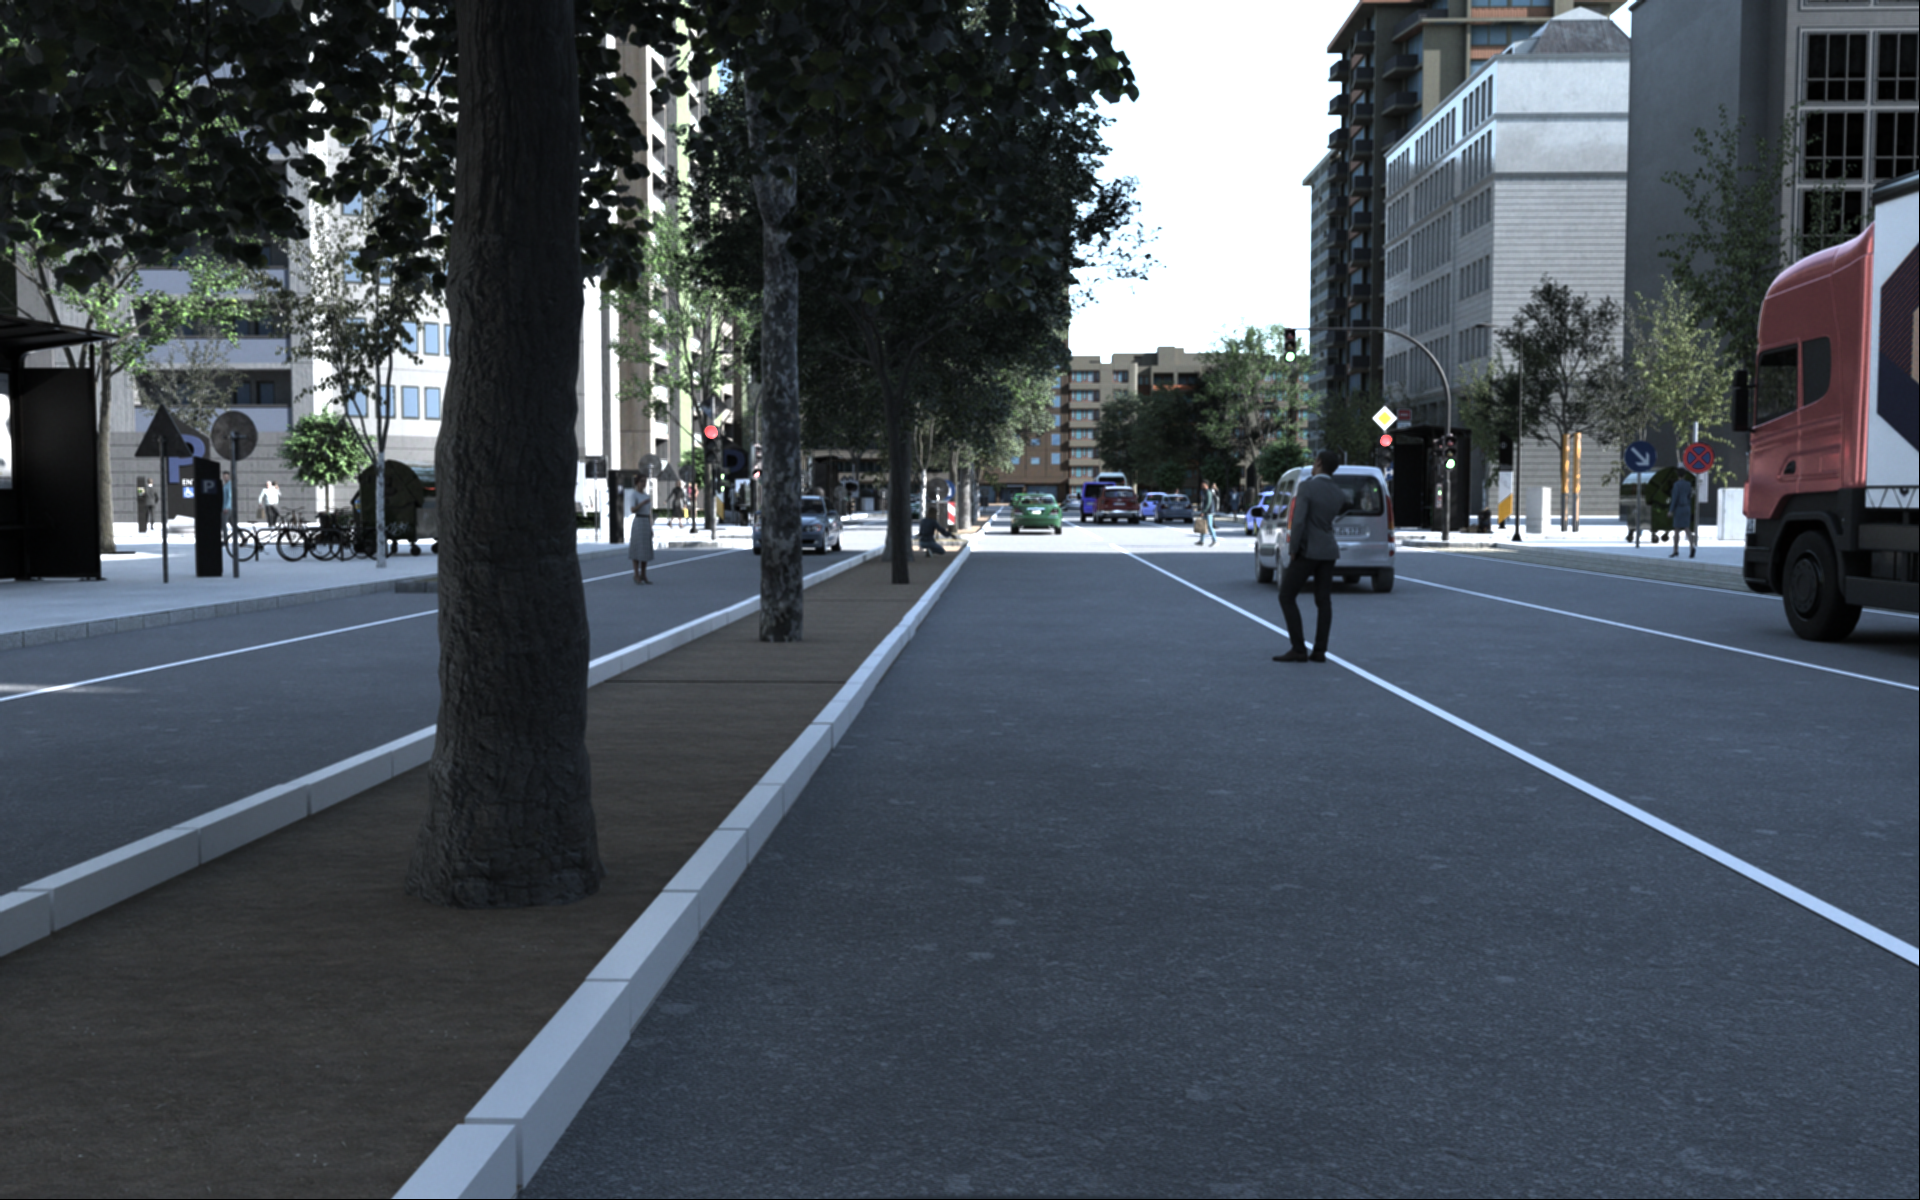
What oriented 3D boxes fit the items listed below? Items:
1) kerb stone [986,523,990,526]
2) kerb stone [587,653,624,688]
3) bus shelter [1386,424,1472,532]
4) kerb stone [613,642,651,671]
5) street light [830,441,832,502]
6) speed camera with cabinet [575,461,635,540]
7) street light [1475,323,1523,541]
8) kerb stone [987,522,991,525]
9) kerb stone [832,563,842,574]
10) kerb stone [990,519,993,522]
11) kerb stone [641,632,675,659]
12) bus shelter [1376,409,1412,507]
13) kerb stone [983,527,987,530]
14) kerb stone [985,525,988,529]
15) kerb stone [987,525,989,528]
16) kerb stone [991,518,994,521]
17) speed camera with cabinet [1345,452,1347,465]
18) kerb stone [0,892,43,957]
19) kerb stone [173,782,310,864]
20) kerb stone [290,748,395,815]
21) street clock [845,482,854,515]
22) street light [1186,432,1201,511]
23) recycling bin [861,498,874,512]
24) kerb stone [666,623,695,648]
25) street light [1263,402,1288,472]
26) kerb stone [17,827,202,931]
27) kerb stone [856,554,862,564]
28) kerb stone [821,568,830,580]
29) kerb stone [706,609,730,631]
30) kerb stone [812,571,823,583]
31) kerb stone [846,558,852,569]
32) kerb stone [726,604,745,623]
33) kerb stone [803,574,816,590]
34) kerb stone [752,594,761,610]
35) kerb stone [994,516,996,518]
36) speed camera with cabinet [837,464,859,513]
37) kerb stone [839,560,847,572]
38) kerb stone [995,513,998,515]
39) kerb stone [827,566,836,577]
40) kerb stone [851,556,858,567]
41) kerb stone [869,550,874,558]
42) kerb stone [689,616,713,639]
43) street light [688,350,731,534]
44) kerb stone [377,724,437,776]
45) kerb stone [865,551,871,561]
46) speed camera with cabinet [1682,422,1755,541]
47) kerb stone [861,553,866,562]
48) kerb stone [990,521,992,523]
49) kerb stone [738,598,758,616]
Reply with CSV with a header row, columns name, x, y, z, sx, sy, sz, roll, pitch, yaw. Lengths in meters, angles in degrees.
name,x,y,z,sx,sy,sz,roll,pitch,yaw
kerb stone,1.010,-2.870,69.122,0.120,0.150,1.000,0,4,2
kerb stone,-2.773,0.544,13.297,0.120,0.150,1.000,0,4,2
bus shelter,16.520,-4.290,61.425,1.731,3.624,6.357,0,4,2
kerb stone,-2.742,0.483,14.319,0.120,0.150,1.000,0,4,2
street light,-6.727,-7.637,97.403,1.470,5.913,1.316,0,4,2
speed camera with cabinet,-10.142,-3.313,48.499,2.038,3.252,0.660,-1,4,-11
street light,14.704,-4.568,47.233,1.470,5.913,1.316,0,4,2
kerb stone,1.106,-3.051,72.192,0.120,0.150,1.000,0,4,2
kerb stone,-2.250,-0.521,30.713,0.120,0.150,1.000,0,4,2
kerb stone,1.319,-3.498,79.390,0.120,0.150,1.000,0,4,2
kerb stone,-2.709,0.420,15.341,0.120,0.150,1.000,0,4,2
bus shelter,20.133,-6.213,79.212,2.179,5.291,8.768,0,4,2
kerb stone,0.791,-2.430,61.932,0.120,0.150,1.000,0,4,2
kerb stone,0.891,-2.619,65.010,0.120,0.150,1.000,0,4,2
kerb stone,0.925,-2.682,66.041,0.120,0.150,1.000,0,4,2
kerb stone,1.413,-3.686,82.456,0.120,0.150,1.000,0,4,2
speed camera with cabinet,17.810,-5.248,80.140,0.660,3.252,2.038,2,4,30
kerb stone,-3.015,1.048,5.098,0.120,0.150,1.000,0,4,2
kerb stone,-2.961,0.920,7.154,0.120,0.150,1.000,0,4,2
kerb stone,-2.924,0.861,8.185,0.120,0.150,1.000,0,4,2
street clock,-6.765,-6.217,106.211,0.471,2.002,0.358,-2,4,-26
street light,17.233,-9.550,128.687,1.470,5.913,1.316,0,4,2
recycling bin,-6.613,-6.817,124.007,0.722,1.027,0.722,-2,4,-25
kerb stone,-2.681,0.358,16.362,0.120,0.150,1.000,0,4,2
street light,15.962,-7.026,87.424,1.470,5.913,1.316,0,4,2
kerb stone,-2.990,0.982,6.133,0.120,0.150,1.000,0,4,2
kerb stone,-2.122,-0.771,34.800,0.120,0.150,1.000,0,4,2
kerb stone,-2.307,-0.389,28.667,0.120,0.150,1.000,0,4,2
kerb stone,-2.616,0.231,18.415,0.120,0.150,1.000,0,4,2
kerb stone,-2.341,-0.333,27.643,0.120,0.150,1.000,0,4,2
kerb stone,-2.193,-0.646,32.756,0.120,0.150,1.000,0,4,2
kerb stone,-2.581,0.175,19.437,0.120,0.150,1.000,0,4,2
kerb stone,-2.369,-0.266,26.614,0.120,0.150,1.000,0,4,2
kerb stone,-2.524,0.044,21.491,0.120,0.150,1.000,0,4,2
kerb stone,1.664,-4.189,90.687,0.120,0.150,1.000,0,4,2
speed camera with cabinet,-7.758,-7.386,115.099,2.038,3.252,0.660,0,4,-4
kerb stone,-2.219,-0.583,31.735,0.120,0.150,1.000,0,4,2
kerb stone,2.005,-4.878,101.957,0.120,0.150,1.000,0,4,2
kerb stone,-2.272,-0.452,29.689,0.120,0.150,1.000,0,4,2
kerb stone,-2.150,-0.707,33.778,0.120,0.150,1.000,0,4,2
kerb stone,-2.036,-0.956,37.873,0.120,0.150,1.000,0,4,2
kerb stone,-2.648,0.294,17.385,0.120,0.150,1.000,0,4,2
street light,-8.094,-5.105,56.015,1.470,5.913,1.316,0,4,2
kerb stone,-2.896,0.803,9.207,0.120,0.150,1.000,0,4,2
kerb stone,-2.057,-0.896,36.845,0.120,0.150,1.000,0,4,2
speed camera with cabinet,20.800,-3.250,47.467,2.038,3.252,0.660,1,4,9
kerb stone,-2.094,-0.833,35.821,0.120,0.150,1.000,0,4,2
kerb stone,1.202,-3.246,75.265,0.120,0.150,1.000,0,4,2
kerb stone,-2.553,0.111,20.460,0.120,0.150,1.000,0,4,2
